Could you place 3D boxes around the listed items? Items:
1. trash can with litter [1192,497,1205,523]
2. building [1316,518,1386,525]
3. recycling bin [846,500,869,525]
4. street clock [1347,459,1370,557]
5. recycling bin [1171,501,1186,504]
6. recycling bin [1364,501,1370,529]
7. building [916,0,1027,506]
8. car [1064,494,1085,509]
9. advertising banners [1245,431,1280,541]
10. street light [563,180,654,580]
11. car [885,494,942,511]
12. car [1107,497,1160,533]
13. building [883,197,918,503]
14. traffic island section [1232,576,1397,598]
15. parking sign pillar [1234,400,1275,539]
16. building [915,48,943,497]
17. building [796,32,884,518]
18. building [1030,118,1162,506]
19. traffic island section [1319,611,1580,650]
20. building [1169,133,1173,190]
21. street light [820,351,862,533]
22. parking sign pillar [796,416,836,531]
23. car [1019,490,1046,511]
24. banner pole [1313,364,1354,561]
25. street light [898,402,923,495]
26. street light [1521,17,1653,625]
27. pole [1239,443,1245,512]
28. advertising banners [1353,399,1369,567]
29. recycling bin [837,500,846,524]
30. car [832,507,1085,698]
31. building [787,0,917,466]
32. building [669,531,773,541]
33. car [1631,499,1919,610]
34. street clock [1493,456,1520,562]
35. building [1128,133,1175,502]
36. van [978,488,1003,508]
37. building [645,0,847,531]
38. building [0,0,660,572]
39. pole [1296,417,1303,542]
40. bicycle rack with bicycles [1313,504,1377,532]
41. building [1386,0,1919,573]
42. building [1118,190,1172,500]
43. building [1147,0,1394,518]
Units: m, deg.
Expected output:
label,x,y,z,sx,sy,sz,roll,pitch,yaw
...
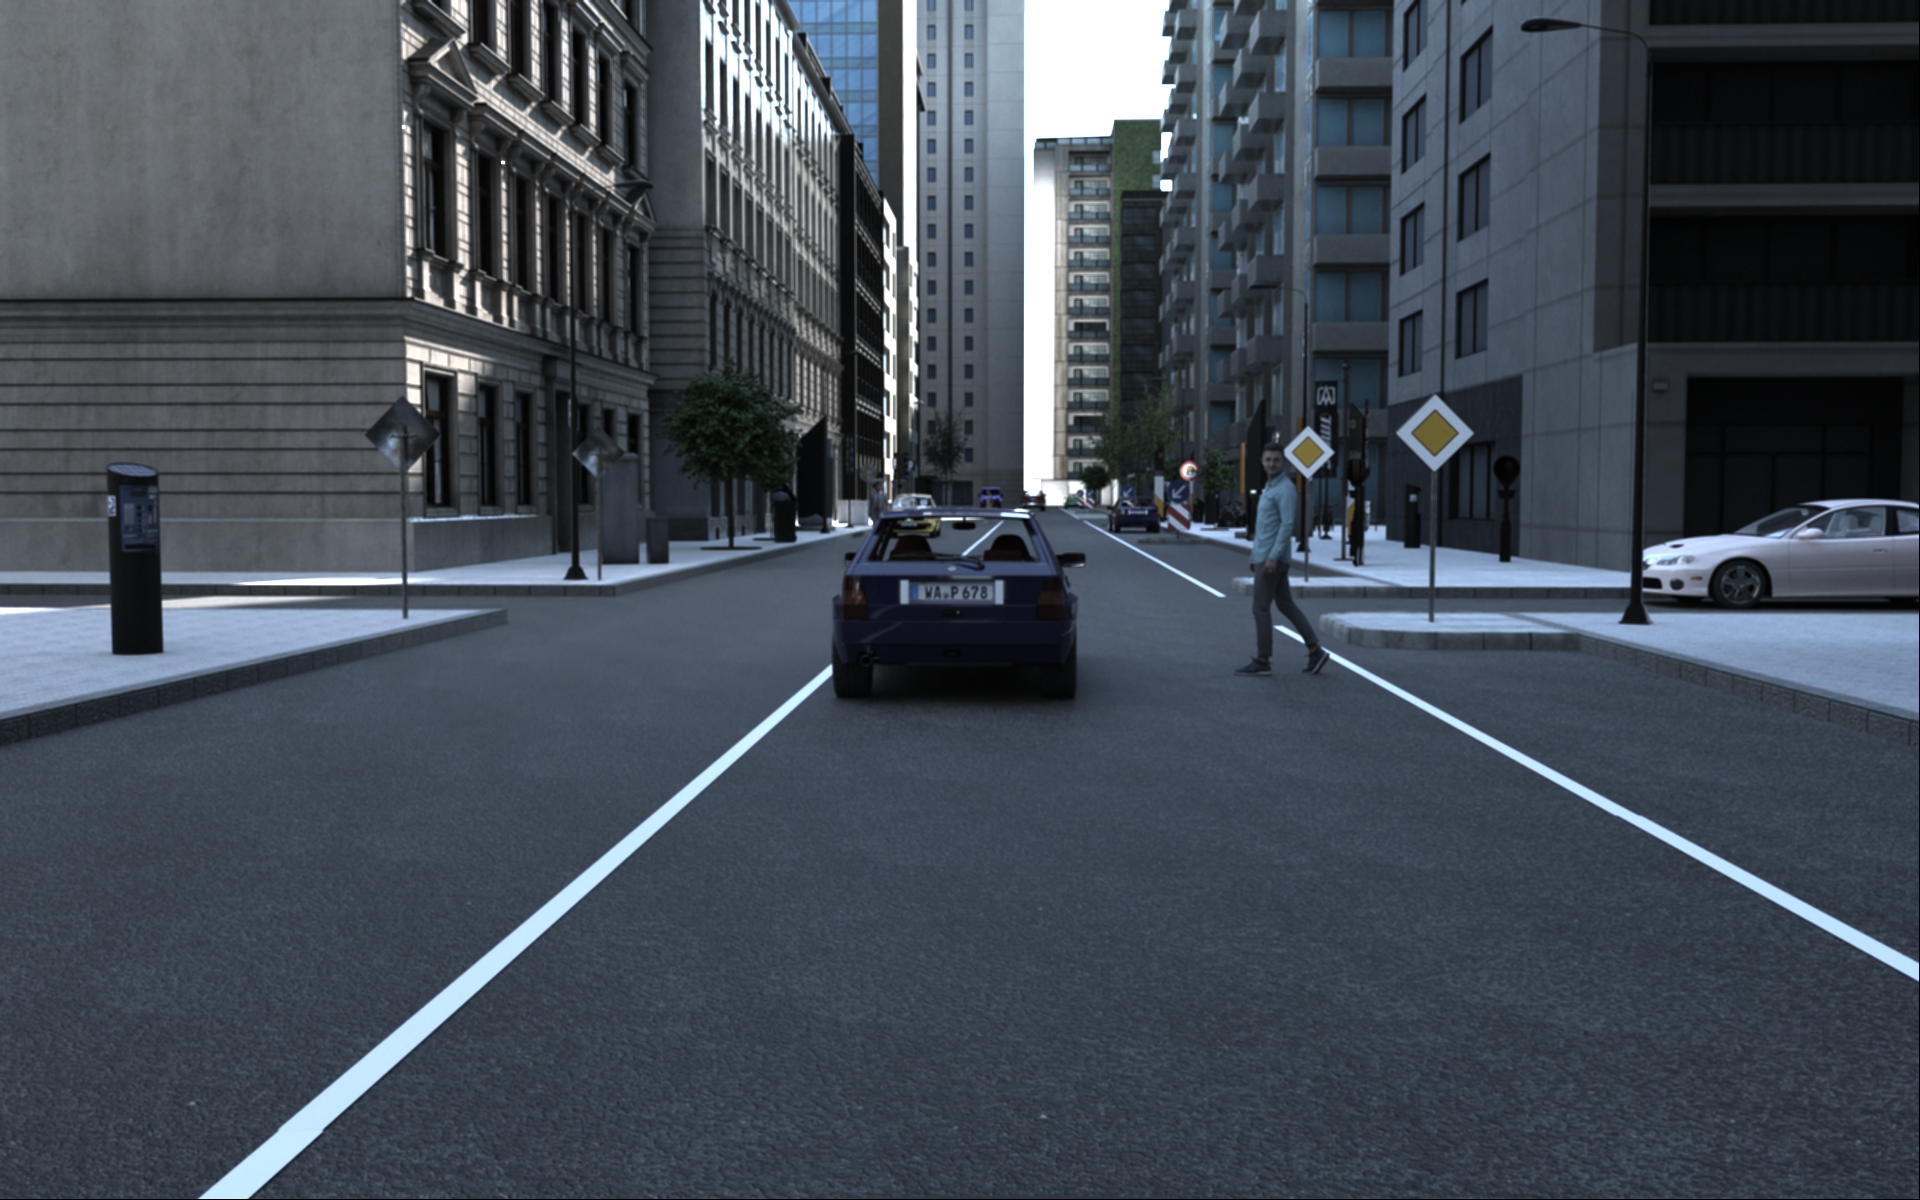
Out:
label,x,y,z,sx,sy,sz,roll,pitch,yaw
trash can with litter,10.873,-4.024,77.183,1.055,1.170,0.624,1,4,11
building,24.316,-28.282,82.016,23.786,49.044,30.456,0,4,2
recycling bin,-4.145,-3.588,71.210,0.722,1.027,0.722,1,4,10
street clock,8.130,-1.892,35.509,0.471,2.002,0.358,3,5,41
recycling bin,12.465,-5.297,99.167,0.722,1.027,0.722,-2,4,-31
recycling bin,14.691,-3.132,63.763,0.722,1.027,0.722,1,4,19
building,-6.643,-39.995,195.915,28.212,58.520,21.231,0,4,2
car,10.795,-9.474,163.689,1.959,1.807,4.718,0,4,1
advertising banners,8.405,-3.163,47.908,0.090,3.025,2.074,2,4,35
street light,-5.232,-3.258,25.802,1.470,5.913,1.316,0,4,2
car,-1.566,-2.908,57.762,2.015,1.641,3.980,0,4,2
car,6.525,-3.213,65.118,1.945,1.354,3.894,0,4,1
building,-17.601,-16.574,116.032,27.650,21.520,28.899,0,4,2
traffic island section,5.090,-0.188,25.362,2.009,0.180,2.903,0,4,2
parking sign pillar,8.707,-3.778,50.239,1.447,3.967,1.447,-1,4,-8
building,-16.457,-31.156,164.020,28.867,44.769,22.147,0,4,2
building,-10.861,-16.030,91.771,12.332,23.373,15.834,0,4,2
building,14.889,-31.093,191.962,14.086,41.232,14.154,0,4,2
traffic island section,4.749,0.300,17.384,2.009,0.180,2.903,0,4,2
building,36.551,-33.097,195.756,28.867,44.769,22.147,0,4,2
street light,-3.877,-5.133,56.459,1.470,5.913,1.316,0,4,2
parking sign pillar,-5.065,-4.400,60.414,1.447,3.967,1.447,3,4,36
car,6.182,-8.462,147.023,2.281,1.827,5.304,0,4,0
banner pole,7.235,-2.664,33.568,0.863,3.779,0.401,2,4,32
street light,-2.541,-7.008,87.118,1.470,5.913,1.316,0,4,2
street light,6.163,-2.721,17.026,1.470,5.913,1.316,0,4,2
pole,11.173,-4.572,68.593,0.158,3.312,0.155,0,3,0
advertising banners,7.296,-2.155,31.429,0.090,3.025,2.074,1,4,19
recycling bin,-4.823,-3.817,74.959,0.722,1.027,0.722,3,5,44
car,0.020,-0.057,13.516,1.945,1.354,3.894,0,4,2
building,-10.807,-29.751,136.545,14.600,45.320,14.200,0,4,2
building,-11.163,-12.634,55.712,9.793,20.994,18.267,0,4,2
car,11.169,-0.607,22.283,4.827,1.381,2.083,0,4,2
street clock,10.311,-1.721,32.705,0.471,2.002,0.358,1,4,22
building,30.796,-27.843,147.116,32.217,40.220,23.993,0,4,2
van,2.854,-9.465,159.131,2.240,2.365,5.245,0,4,2
building,-10.656,-13.752,74.003,9.793,20.994,18.267,0,4,2
building,-13.250,-10.544,37.025,10.561,19.102,19.286,0,4,2
pole,9.067,-3.198,46.132,0.158,3.312,0.155,0,3,0
bicycle rack with bicycles,13.119,-2.833,59.696,2.852,0.926,2.925,2,4,26
building,21.647,-36.541,35.697,20.611,71.187,20.563,0,4,2
building,22.219,-24.166,166.810,14.160,30.474,14.107,0,4,2
building,25.575,-30.597,119.870,23.786,49.044,30.456,0,4,2
